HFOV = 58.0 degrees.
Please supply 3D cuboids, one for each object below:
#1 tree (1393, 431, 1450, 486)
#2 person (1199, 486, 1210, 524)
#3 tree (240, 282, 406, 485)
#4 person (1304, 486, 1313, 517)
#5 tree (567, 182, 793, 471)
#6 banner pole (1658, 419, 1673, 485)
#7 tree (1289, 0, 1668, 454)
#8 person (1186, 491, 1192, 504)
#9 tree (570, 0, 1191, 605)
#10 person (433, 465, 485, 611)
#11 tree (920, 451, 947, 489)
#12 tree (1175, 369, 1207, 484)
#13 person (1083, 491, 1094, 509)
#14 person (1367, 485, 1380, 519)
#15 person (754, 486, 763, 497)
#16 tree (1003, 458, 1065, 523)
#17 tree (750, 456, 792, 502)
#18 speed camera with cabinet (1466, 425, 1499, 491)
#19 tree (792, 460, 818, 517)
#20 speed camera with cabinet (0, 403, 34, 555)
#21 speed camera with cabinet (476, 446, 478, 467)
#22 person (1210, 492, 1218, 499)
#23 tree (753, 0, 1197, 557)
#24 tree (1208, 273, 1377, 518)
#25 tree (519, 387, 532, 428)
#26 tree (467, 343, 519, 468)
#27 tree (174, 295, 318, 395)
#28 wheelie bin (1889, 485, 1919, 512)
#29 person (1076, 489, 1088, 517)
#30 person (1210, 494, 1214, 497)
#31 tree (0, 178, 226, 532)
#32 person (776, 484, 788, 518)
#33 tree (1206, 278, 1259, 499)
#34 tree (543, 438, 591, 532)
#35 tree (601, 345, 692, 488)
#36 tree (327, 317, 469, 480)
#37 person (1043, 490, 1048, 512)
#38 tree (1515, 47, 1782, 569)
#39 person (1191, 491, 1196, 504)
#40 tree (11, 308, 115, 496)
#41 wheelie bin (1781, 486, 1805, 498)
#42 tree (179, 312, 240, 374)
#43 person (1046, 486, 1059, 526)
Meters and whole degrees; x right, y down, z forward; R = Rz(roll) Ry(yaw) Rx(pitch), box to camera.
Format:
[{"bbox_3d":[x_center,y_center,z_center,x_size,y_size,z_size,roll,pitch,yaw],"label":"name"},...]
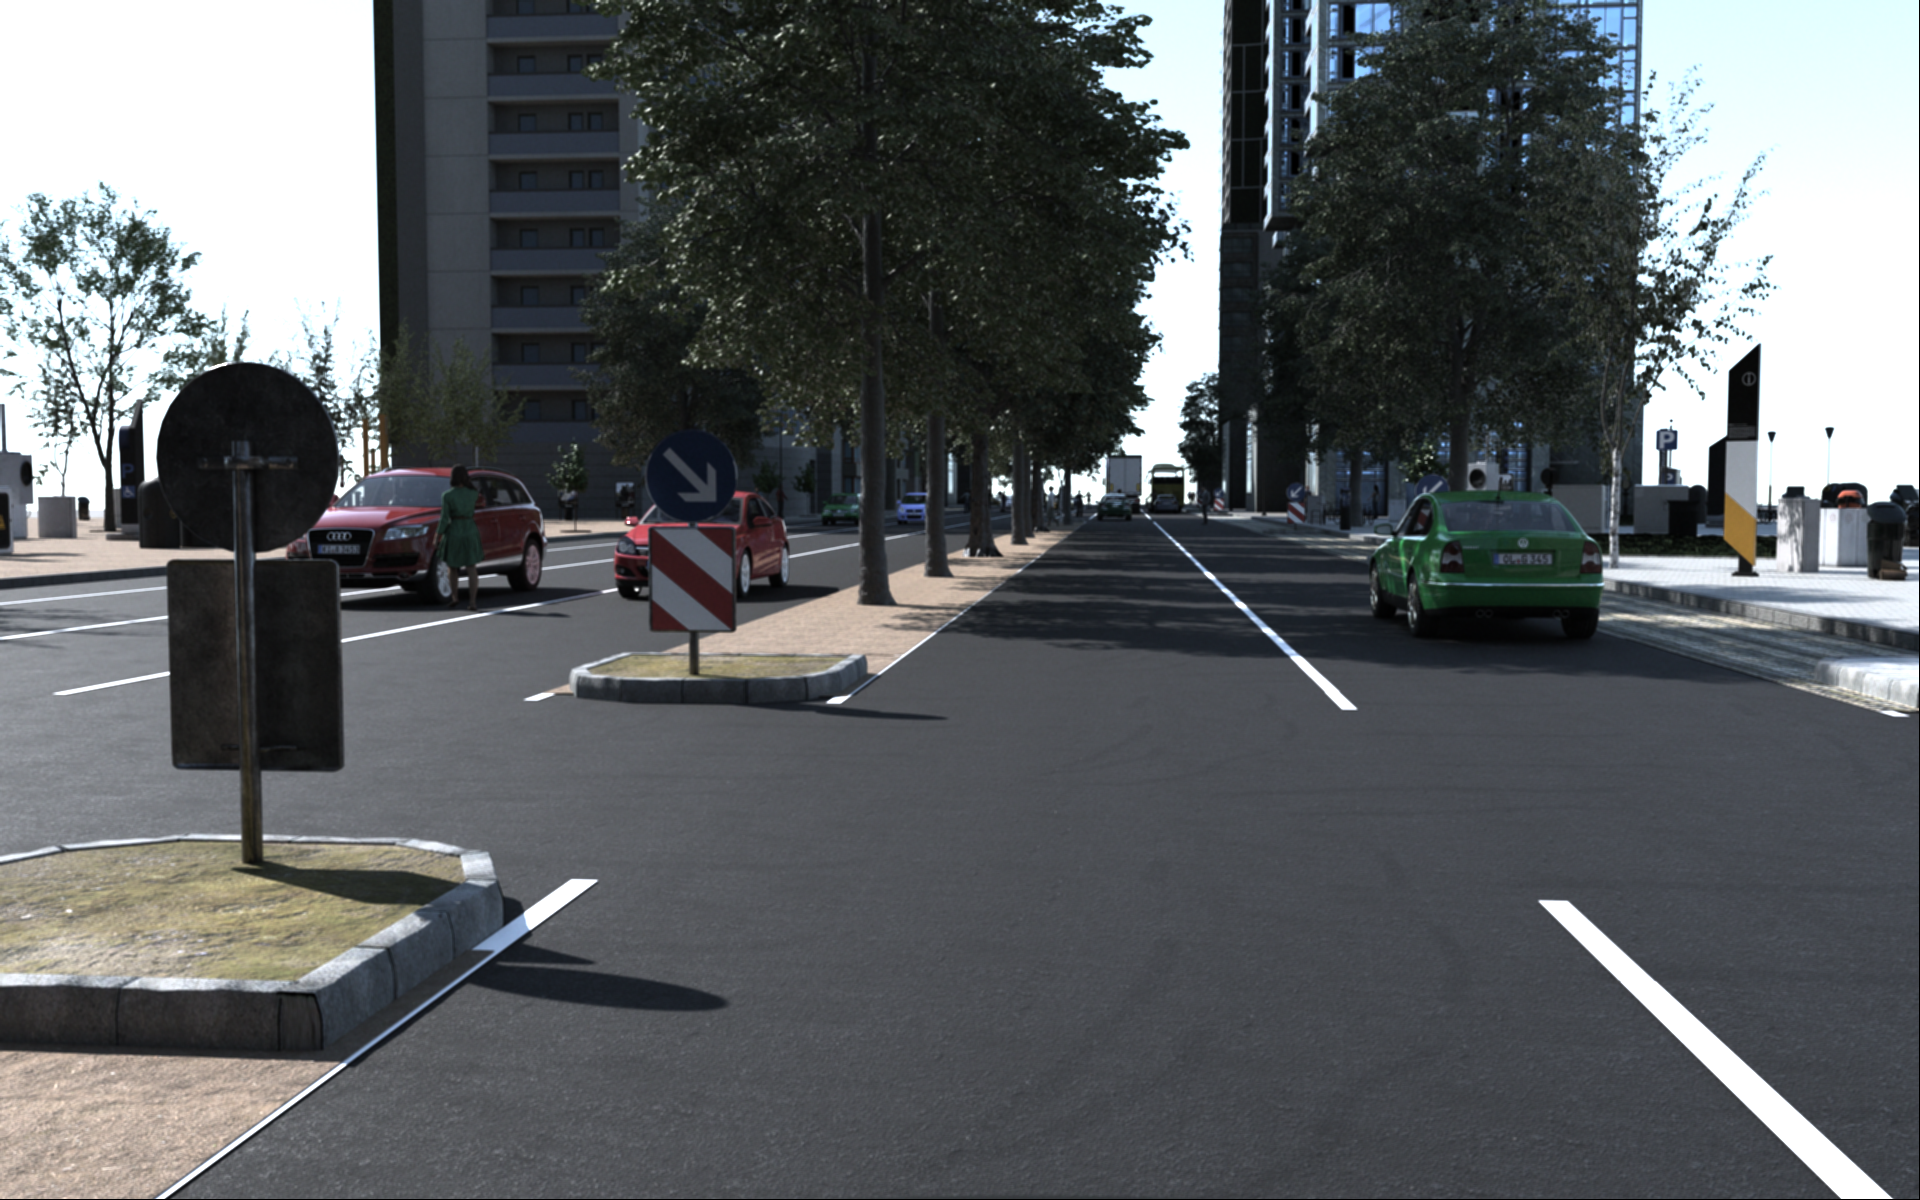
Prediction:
[{"bbox_3d":[14.479,-3.589,53.286,1.663,3.219,1.824,0,3,0],"label":"tree"},{"bbox_3d":[11.574,-4.485,82.005,0.473,1.802,0.592,0,4,-3],"label":"person"},{"bbox_3d":[-22.092,-6.772,61.079,4.360,8.622,3.978,0,3,0],"label":"tree"},{"bbox_3d":[19.644,-5.566,97.605,0.990,1.755,0.434,-2,4,-35],"label":"person"},{"bbox_3d":[-11.362,-10.125,72.192,9.857,13.997,8.962,0,3,0],"label":"tree"},{"bbox_3d":[23.607,-4.154,57.935,0.401,3.779,0.863,-1,4,-12],"label":"banner pole"},{"bbox_3d":[12.583,-8.344,43.079,9.857,13.997,8.962,0,3,0],"label":"tree"},{"bbox_3d":[29.075,-12.991,219.383,0.756,1.711,0.436,3,5,40],"label":"person"},{"bbox_3d":[-1.044,-6.177,21.573,7.486,12.596,7.792,0,3,0],"label":"tree"},{"bbox_3d":[-6.158,-0.771,21.361,0.600,1.795,0.529,-3,5,-41],"label":"person"},{"bbox_3d":[-2.973,-13.126,164.976,4.360,8.622,3.978,0,3,0],"label":"tree"},{"bbox_3d":[25.937,-16.313,173.370,9.857,13.997,8.962,0,3,0],"label":"tree"},{"bbox_3d":[12.129,-9.399,162.876,1.217,1.736,0.721,1,4,10],"label":"person"},{"bbox_3d":[21.068,-4.978,88.149,0.721,1.735,1.217,3,5,40],"label":"person"},{"bbox_3d":[-9.118,-4.224,77.909,0.601,1.785,0.444,0,4,1],"label":"person"},{"bbox_3d":[3.417,-7.339,72.817,4.737,8.622,4.395,0,3,0],"label":"tree"},{"bbox_3d":[-9.867,-5.691,87.653,1.663,3.219,1.824,0,3,0],"label":"tree"},{"bbox_3d":[14.508,-3.394,49.835,0.660,3.252,2.038,-2,4,-33],"label":"speed camera with cabinet"},{"bbox_3d":[-8.573,-6.345,98.344,1.663,3.219,1.824,0,3,0],"label":"tree"},{"bbox_3d":[-20.576,-2.615,37.093,0.660,3.252,2.038,0,4,-5],"label":"speed camera with cabinet"},{"bbox_3d":[-19.293,-4.737,71.780,2.038,3.252,0.660,1,4,17],"label":"speed camera with cabinet"},{"bbox_3d":[25.331,-10.119,171.427,1.348,1.831,0.705,1,4,18],"label":"person"},{"bbox_3d":[0.467,-7.317,39.100,9.611,12.733,9.660,0,3,0],"label":"tree"},{"bbox_3d":[18.260,-11.140,92.516,12.009,13.543,11.850,0,3,0],"label":"tree"},{"bbox_3d":[-23.070,-8.127,83.245,4.737,8.622,4.395,0,3,0],"label":"tree"},{"bbox_3d":[-23.340,-7.860,78.876,4.737,8.622,4.395,0,3,0],"label":"tree"},{"bbox_3d":[-27.567,-7.020,65.135,4.737,8.622,4.395,0,3,0],"label":"tree"},{"bbox_3d":[31.338,-3.036,57.548,0.980,1.594,0.693,-1,4,-12],"label":"wheelie bin"},{"bbox_3d":[7.762,-6.188,110.473,0.742,1.727,0.445,-1,4,-11],"label":"person"},{"bbox_3d":[25.976,-10.379,175.731,1.348,1.826,0.705,-1,4,-16],"label":"person"},{"bbox_3d":[-28.982,-8.111,58.374,9.928,11.665,9.643,0,3,0],"label":"tree"},{"bbox_3d":[-9.650,-5.355,93.532,0.705,1.831,1.348,1,4,19],"label":"person"},{"bbox_3d":[15.684,-9.866,67.970,9.857,13.997,8.962,0,3,0],"label":"tree"},{"bbox_3d":[-12.926,-3.903,58.419,1.663,3.219,1.824,0,3,0],"label":"tree"},{"bbox_3d":[-14.507,-8.040,81.809,4.360,8.622,3.978,0,3,0],"label":"tree"},{"bbox_3d":[-23.709,-7.473,72.538,4.737,8.622,4.395,0,3,0],"label":"tree"},{"bbox_3d":[6.757,-8.014,139.629,1.348,1.812,0.705,1,4,22],"label":"person"},{"bbox_3d":[11.508,-4.846,29.603,4.360,8.622,3.978,0,3,0],"label":"tree"},{"bbox_3d":[30.666,-13.545,228.063,0.434,1.755,0.990,-3,5,-42],"label":"person"},{"bbox_3d":[-35.763,-7.260,69.065,4.360,8.622,3.978,0,3,0],"label":"tree"},{"bbox_3d":[33.250,-3.737,69.011,0.980,1.594,0.693,2,4,31],"label":"wheelie bin"},{"bbox_3d":[-30.069,-7.376,70.968,4.360,8.622,3.978,0,3,0],"label":"tree"},{"bbox_3d":[4.087,-4.154,76.639,0.641,1.798,0.478,1,4,23],"label":"person"}]
